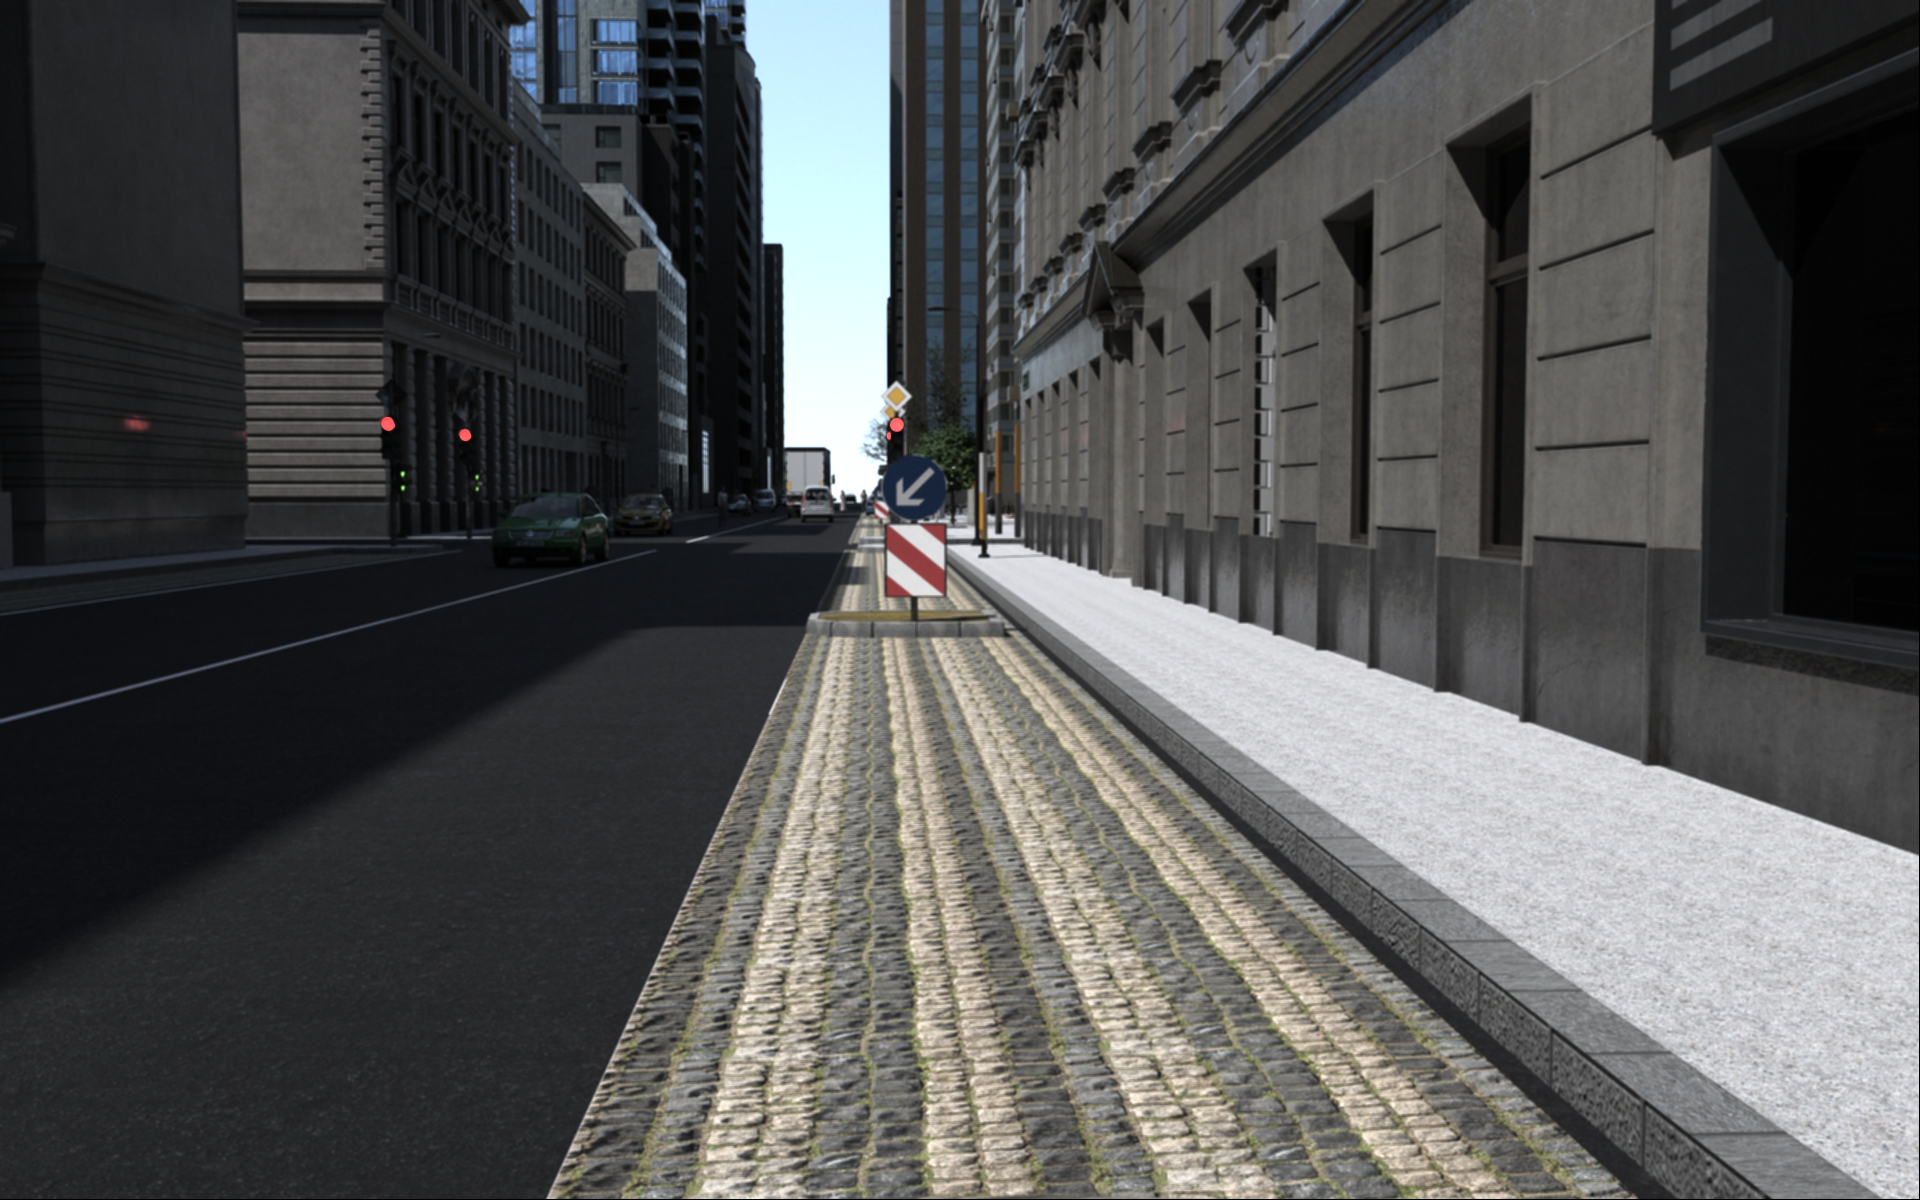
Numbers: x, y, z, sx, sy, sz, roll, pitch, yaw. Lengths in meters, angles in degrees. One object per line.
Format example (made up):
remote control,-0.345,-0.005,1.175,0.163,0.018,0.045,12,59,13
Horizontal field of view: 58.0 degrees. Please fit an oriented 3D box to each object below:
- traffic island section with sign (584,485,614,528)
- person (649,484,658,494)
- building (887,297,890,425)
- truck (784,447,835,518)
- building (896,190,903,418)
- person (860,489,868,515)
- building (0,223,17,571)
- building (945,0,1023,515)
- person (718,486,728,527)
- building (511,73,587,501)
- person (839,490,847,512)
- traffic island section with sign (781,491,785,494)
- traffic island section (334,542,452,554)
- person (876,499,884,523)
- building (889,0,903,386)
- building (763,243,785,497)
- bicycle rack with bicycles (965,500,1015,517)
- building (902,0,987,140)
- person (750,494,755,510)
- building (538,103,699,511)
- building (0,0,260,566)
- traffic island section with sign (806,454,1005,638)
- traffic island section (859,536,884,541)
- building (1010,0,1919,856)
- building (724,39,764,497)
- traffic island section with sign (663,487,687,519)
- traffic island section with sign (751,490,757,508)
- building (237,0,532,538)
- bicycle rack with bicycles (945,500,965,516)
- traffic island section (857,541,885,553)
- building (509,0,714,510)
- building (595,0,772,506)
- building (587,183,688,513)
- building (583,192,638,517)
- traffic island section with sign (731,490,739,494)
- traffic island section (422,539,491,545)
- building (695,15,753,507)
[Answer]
traffic island section with sign,-15.425,-3.909,72.544,1.989,1.847,2.006,0,4,-3
person,-11.750,-3.532,66.366,0.853,1.813,0.709,-2,4,-25
building,-3.706,-29.497,253.974,14.160,30.474,14.107,0,4,-3
truck,-9.445,-7.337,108.865,2.839,4.237,11.283,0,4,-2
building,0.817,-24.185,167.118,14.160,30.474,14.107,0,4,-3
person,-6.576,-6.791,120.125,0.593,1.750,0.643,-3,5,-42
building,-21.741,-14.055,17.186,14.401,28.519,23.554,0,4,-3
building,14.440,-25.851,114.539,32.217,40.220,23.993,0,4,-3
person,-10.414,-4.107,75.877,0.478,1.798,0.641,-2,4,-25
building,-23.470,-13.635,77.691,10.420,20.320,16.860,0,4,-3
person,-9.300,-7.833,137.232,0.621,1.740,0.551,0,4,1
traffic island section with sign,-23.599,-13.670,232.125,1.989,1.847,2.006,0,4,-3
traffic island section,-13.870,-1.228,42.364,2.009,0.180,2.903,0,4,-3
person,-3.823,-4.591,83.903,0.444,1.785,0.601,-3,5,-42
building,2.911,-39.483,187.541,21.231,58.520,28.212,0,4,-3
building,-35.265,-36.145,274.570,14.154,41.232,14.086,0,4,-3
bicycle rack with bicycles,2.335,-5.264,99.443,2.852,0.926,2.925,-1,4,-23
building,2.472,-29.844,138.067,14.600,45.320,14.200,0,4,-3
person,-18.830,-8.941,157.951,1.065,1.426,0.557,-3,5,-40
building,-27.751,-22.021,131.740,14.160,30.474,14.107,0,4,-3
building,-26.280,-12.138,34.612,21.152,22.565,11.583,0,4,-3
traffic island section with sign,-0.597,-0.578,18.079,1.989,1.847,2.006,0,4,-3
traffic island section,-1.953,-1.754,50.964,2.009,0.180,2.903,0,4,-3
building,10.467,-14.955,20.935,17.030,29.872,44.131,0,4,-3
building,-36.704,-41.570,221.660,21.231,58.520,28.212,0,4,-3
traffic island section with sign,-16.839,-5.597,100.134,1.989,1.847,2.006,0,4,-3
traffic island section with sign,-20.789,-10.310,177.189,1.989,1.847,2.006,0,4,-3
building,-21.964,-14.068,58.889,11.050,23.489,19.941,0,4,-3
bicycle rack with bicycles,-0.812,-5.339,100.666,2.925,0.926,2.852,-1,4,-11
traffic island section,-1.544,-1.267,42.989,2.009,0.180,2.903,0,4,-3
building,-32.770,-51.354,152.314,22.319,86.520,31.000,0,4,-3
building,-38.361,-57.354,250.411,22.319,86.520,31.000,0,4,-3
building,-24.261,-15.915,114.968,10.420,20.320,16.860,0,4,-3
building,-24.368,-14.136,95.745,10.561,19.102,19.286,0,4,-3
traffic island section with sign,-19.386,-8.633,149.783,1.989,1.847,2.006,0,4,-3
traffic island section,-14.278,-1.716,50.339,2.009,0.180,2.903,0,4,-3
building,-33.146,-34.030,180.100,21.300,48.544,21.600,0,4,-3
